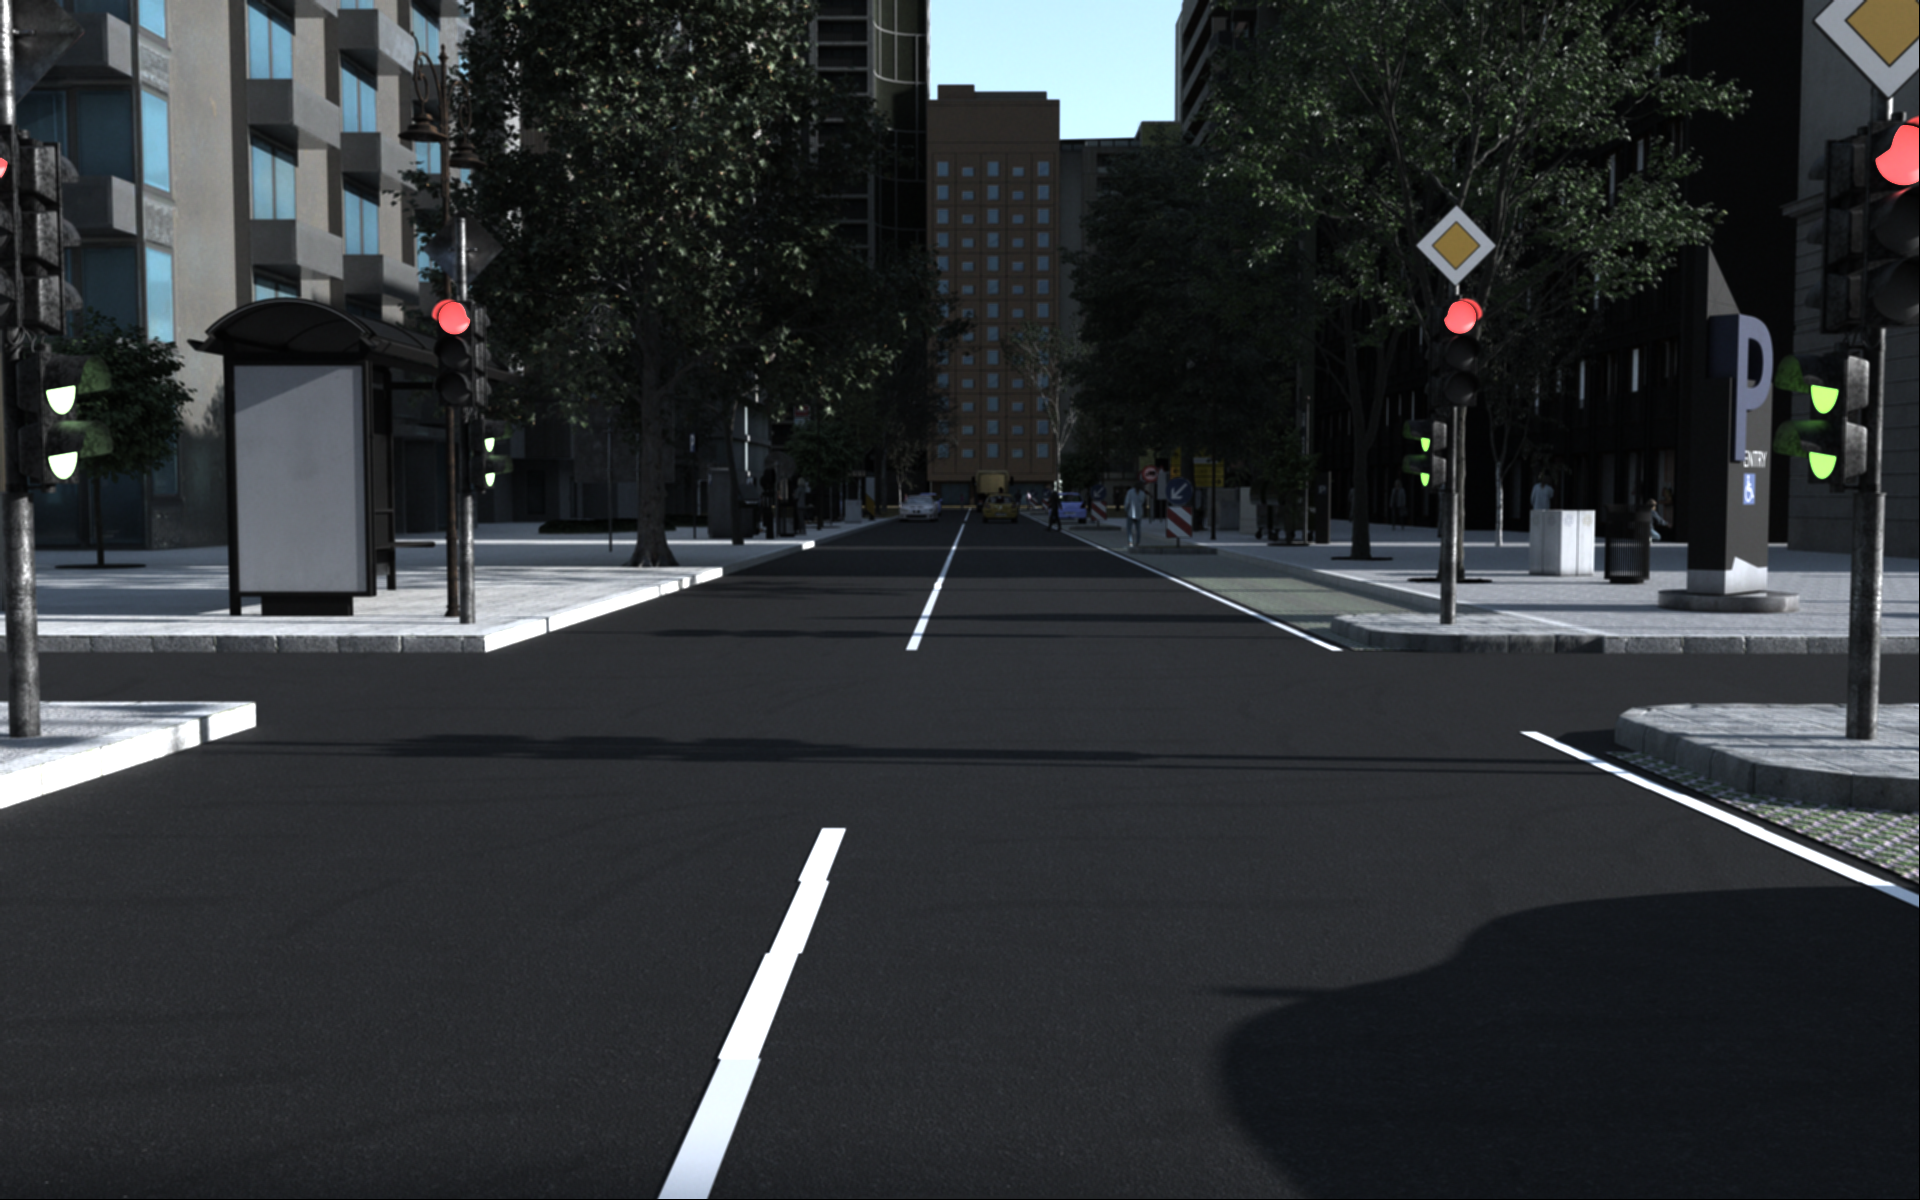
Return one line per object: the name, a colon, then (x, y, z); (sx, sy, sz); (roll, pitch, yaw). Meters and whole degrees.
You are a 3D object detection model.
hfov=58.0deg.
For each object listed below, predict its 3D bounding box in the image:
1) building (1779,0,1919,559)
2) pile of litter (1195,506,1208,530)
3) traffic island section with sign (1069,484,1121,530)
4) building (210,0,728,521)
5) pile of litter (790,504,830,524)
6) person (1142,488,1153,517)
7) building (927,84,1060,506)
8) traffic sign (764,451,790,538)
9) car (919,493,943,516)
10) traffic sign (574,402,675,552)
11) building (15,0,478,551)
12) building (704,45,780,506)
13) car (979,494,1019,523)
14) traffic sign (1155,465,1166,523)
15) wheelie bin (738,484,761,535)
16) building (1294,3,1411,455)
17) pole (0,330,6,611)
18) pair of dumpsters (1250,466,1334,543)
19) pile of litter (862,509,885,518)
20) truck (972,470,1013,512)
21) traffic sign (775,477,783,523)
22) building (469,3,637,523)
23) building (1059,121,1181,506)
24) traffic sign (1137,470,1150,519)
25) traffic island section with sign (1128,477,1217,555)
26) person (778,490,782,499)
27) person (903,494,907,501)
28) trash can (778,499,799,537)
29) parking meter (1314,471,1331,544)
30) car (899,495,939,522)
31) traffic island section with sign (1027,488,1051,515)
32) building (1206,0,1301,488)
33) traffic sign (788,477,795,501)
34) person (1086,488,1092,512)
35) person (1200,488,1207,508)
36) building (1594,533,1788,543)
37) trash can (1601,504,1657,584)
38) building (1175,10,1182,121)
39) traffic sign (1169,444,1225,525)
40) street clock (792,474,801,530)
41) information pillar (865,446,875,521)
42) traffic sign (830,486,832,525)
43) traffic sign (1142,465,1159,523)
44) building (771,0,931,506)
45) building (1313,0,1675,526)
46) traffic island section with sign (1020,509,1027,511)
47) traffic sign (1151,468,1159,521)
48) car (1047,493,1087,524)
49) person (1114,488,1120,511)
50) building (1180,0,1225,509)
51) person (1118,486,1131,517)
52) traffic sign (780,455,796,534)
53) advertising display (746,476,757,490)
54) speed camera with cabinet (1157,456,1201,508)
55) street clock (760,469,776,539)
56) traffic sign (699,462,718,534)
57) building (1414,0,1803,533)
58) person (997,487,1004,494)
building: (30.458, -11.700, 33.092); (24.055, 21.916, 13.314); (0, 4, 1)
pile of litter: (8.277, -2.930, 61.865); (1.176, 0.858, 1.719); (1, 4, 10)
traffic island section with sign: (5.329, -3.670, 68.638); (1.989, 1.847, 2.006); (0, 4, 1)
building: (-27.514, -29.807, 106.955); (23.786, 49.044, 30.456); (0, 4, 1)
pile of litter: (-6.343, -3.654, 73.706); (1.719, 0.858, 1.176); (0, 4, 3)
person: (10.140, -5.477, 95.531); (1.348, 1.831, 0.705); (-1, 4, -21)
building: (3.622, -33.198, 192.900); (14.200, 45.320, 14.600); (0, 4, 1)
traffic sign: (-5.394, -3.112, 50.983); (0.768, 2.556, 0.104); (0, 4, 8)
car: (-2.084, -6.346, 113.355); (1.945, 1.707, 3.694); (0, 4, 0)
traffic sign: (-7.456, -2.725, 38.432); (2.265, 3.308, 0.079); (0, 4, 4)
building: (-27.727, -26.359, 50.575); (23.786, 49.044, 30.456); (0, 4, 1)
building: (-29.189, -33.831, 142.371); (27.495, 52.752, 28.713); (0, 4, 1)
car: (1.997, -4.700, 87.072); (2.015, 1.641, 3.980); (0, 4, 0)
traffic sign: (8.927, -4.698, 76.822); (0.884, 2.594, 0.081); (0, 4, 5)
wheelie bin: (-6.714, -2.826, 54.112); (0.980, 1.594, 0.693); (-3, 5, -40)
building: (26.339, -20.040, 99.356); (14.160, 30.474, 14.107); (0, 4, 1)
pole: (-10.402, -1.533, 18.909); (0.158, 3.312, 0.155); (0, 3, 0)
pair of dumpsters: (9.022, -2.733, 47.182); (1.574, 2.255, 4.437); (0, 4, 0)
pile of litter: (-4.791, -4.790, 92.281); (1.719, 0.858, 1.176); (0, 4, 3)
truck: (2.638, -8.843, 140.507); (3.469, 3.379, 9.791); (0, 4, 1)
traffic sign: (-8.139, -4.675, 76.544); (0.768, 2.556, 0.104); (0, 4, 7)
building: (-23.603, -24.306, 80.990); (14.154, 41.232, 14.086); (0, 4, 1)
building: (17.767, -31.168, 193.188); (14.086, 41.232, 14.154); (0, 4, 1)
traffic sign: (9.592, -5.500, 90.023); (0.768, 2.556, 0.104); (0, 4, 3)
traffic island section with sign: (5.071, -2.022, 41.684); (1.989, 1.847, 2.006); (0, 4, 1)
person: (-18.222, -10.085, 173.348); (0.705, 1.831, 1.348); (-2, 4, -32)
person: (-5.473, -9.793, 171.832); (0.599, 1.433, 0.991); (-1, 4, -17)
trash can: (-5.173, -2.456, 51.817); (0.748, 1.137, 0.748); (0, 3, 0)
parking meter: (9.341, -2.383, 44.666); (0.399, 1.863, 0.255); (1, 4, 20)
car: (-2.125, -4.769, 90.329); (2.083, 1.381, 4.827); (0, 4, 2)
traffic island section with sign: (5.809, -6.741, 118.836); (1.989, 1.847, 2.006); (0, 4, 1)
building: (28.898, -28.484, 120.344); (22.147, 44.769, 28.867); (0, 4, 1)
traffic sign: (-6.789, -4.358, 71.351); (0.768, 2.556, 0.104); (0, 4, 1)
person: (9.437, -7.242, 125.166); (0.721, 1.735, 1.217); (-2, 4, -30)
person: (16.365, -6.811, 117.485); (1.350, 1.814, 0.705); (-3, 4, -37)
building: (25.009, -13.621, 52.386); (12.332, 23.373, 15.834); (0, 4, 1)
trash can: (9.573, -0.806, 24.838); (0.748, 1.137, 0.748); (0, 3, 0)
building: (39.227, -39.989, 195.811); (28.212, 58.520, 21.231); (0, 4, 1)
traffic sign: (9.737, -4.725, 71.129); (2.265, 3.308, 0.079); (1, 4, 9)
street clock: (-5.779, -3.465, 61.217); (0.358, 2.002, 0.471); (1, 4, 11)
information pillar: (-4.353, -5.665, 83.983); (0.504, 3.616, 0.183); (-2, 4, -34)
traffic sign: (-5.313, -4.359, 71.375); (0.768, 2.556, 0.104); (0, 4, 6)
traffic sign: (8.318, -4.620, 75.635); (0.768, 2.556, 0.104); (1, 4, 9)
building: (-13.810, -46.299, 195.244); (20.611, 71.187, 20.563); (0, 4, 1)
building: (24.972, -15.563, 84.141); (12.332, 23.373, 15.834); (0, 4, 1)
traffic island section with sign: (6.061, -8.389, 145.790); (1.989, 1.847, 2.006); (0, 4, 1)
traffic sign: (9.072, -4.959, 81.179); (0.768, 2.556, 0.104); (0, 4, 8)
car: (5.195, -4.545, 83.909); (1.945, 1.707, 3.694); (0, 4, 0)
person: (12.019, -7.691, 132.599); (0.445, 1.727, 0.742); (0, 4, -1)
building: (30.374, -31.912, 145.456); (21.300, 48.544, 21.600); (0, 4, 1)
person: (9.460, -5.515, 96.896); (1.217, 1.739, 0.721); (0, 4, 0)
traffic sign: (-5.701, -3.432, 56.226); (0.768, 2.556, 0.104); (0, 4, 6)
advertising display: (-7.494, -3.485, 62.198); (0.123, 1.923, 0.974); (-1, 4, -22)
speed camera with cabinet: (9.180, -4.778, 72.457); (2.038, 3.252, 0.660); (-3, 4, -36)
street clock: (-5.425, -2.743, 49.425); (0.358, 2.002, 0.471); (1, 4, 12)
traffic sign: (-8.048, -3.259, 55.409); (0.606, 2.300, 0.079); (0, 4, 2)
building: (23.973, -14.597, 68.345); (12.332, 23.373, 15.834); (0, 4, 1)
person: (2.318, -5.501, 98.405); (1.348, 1.831, 0.705); (1, 4, 13)
